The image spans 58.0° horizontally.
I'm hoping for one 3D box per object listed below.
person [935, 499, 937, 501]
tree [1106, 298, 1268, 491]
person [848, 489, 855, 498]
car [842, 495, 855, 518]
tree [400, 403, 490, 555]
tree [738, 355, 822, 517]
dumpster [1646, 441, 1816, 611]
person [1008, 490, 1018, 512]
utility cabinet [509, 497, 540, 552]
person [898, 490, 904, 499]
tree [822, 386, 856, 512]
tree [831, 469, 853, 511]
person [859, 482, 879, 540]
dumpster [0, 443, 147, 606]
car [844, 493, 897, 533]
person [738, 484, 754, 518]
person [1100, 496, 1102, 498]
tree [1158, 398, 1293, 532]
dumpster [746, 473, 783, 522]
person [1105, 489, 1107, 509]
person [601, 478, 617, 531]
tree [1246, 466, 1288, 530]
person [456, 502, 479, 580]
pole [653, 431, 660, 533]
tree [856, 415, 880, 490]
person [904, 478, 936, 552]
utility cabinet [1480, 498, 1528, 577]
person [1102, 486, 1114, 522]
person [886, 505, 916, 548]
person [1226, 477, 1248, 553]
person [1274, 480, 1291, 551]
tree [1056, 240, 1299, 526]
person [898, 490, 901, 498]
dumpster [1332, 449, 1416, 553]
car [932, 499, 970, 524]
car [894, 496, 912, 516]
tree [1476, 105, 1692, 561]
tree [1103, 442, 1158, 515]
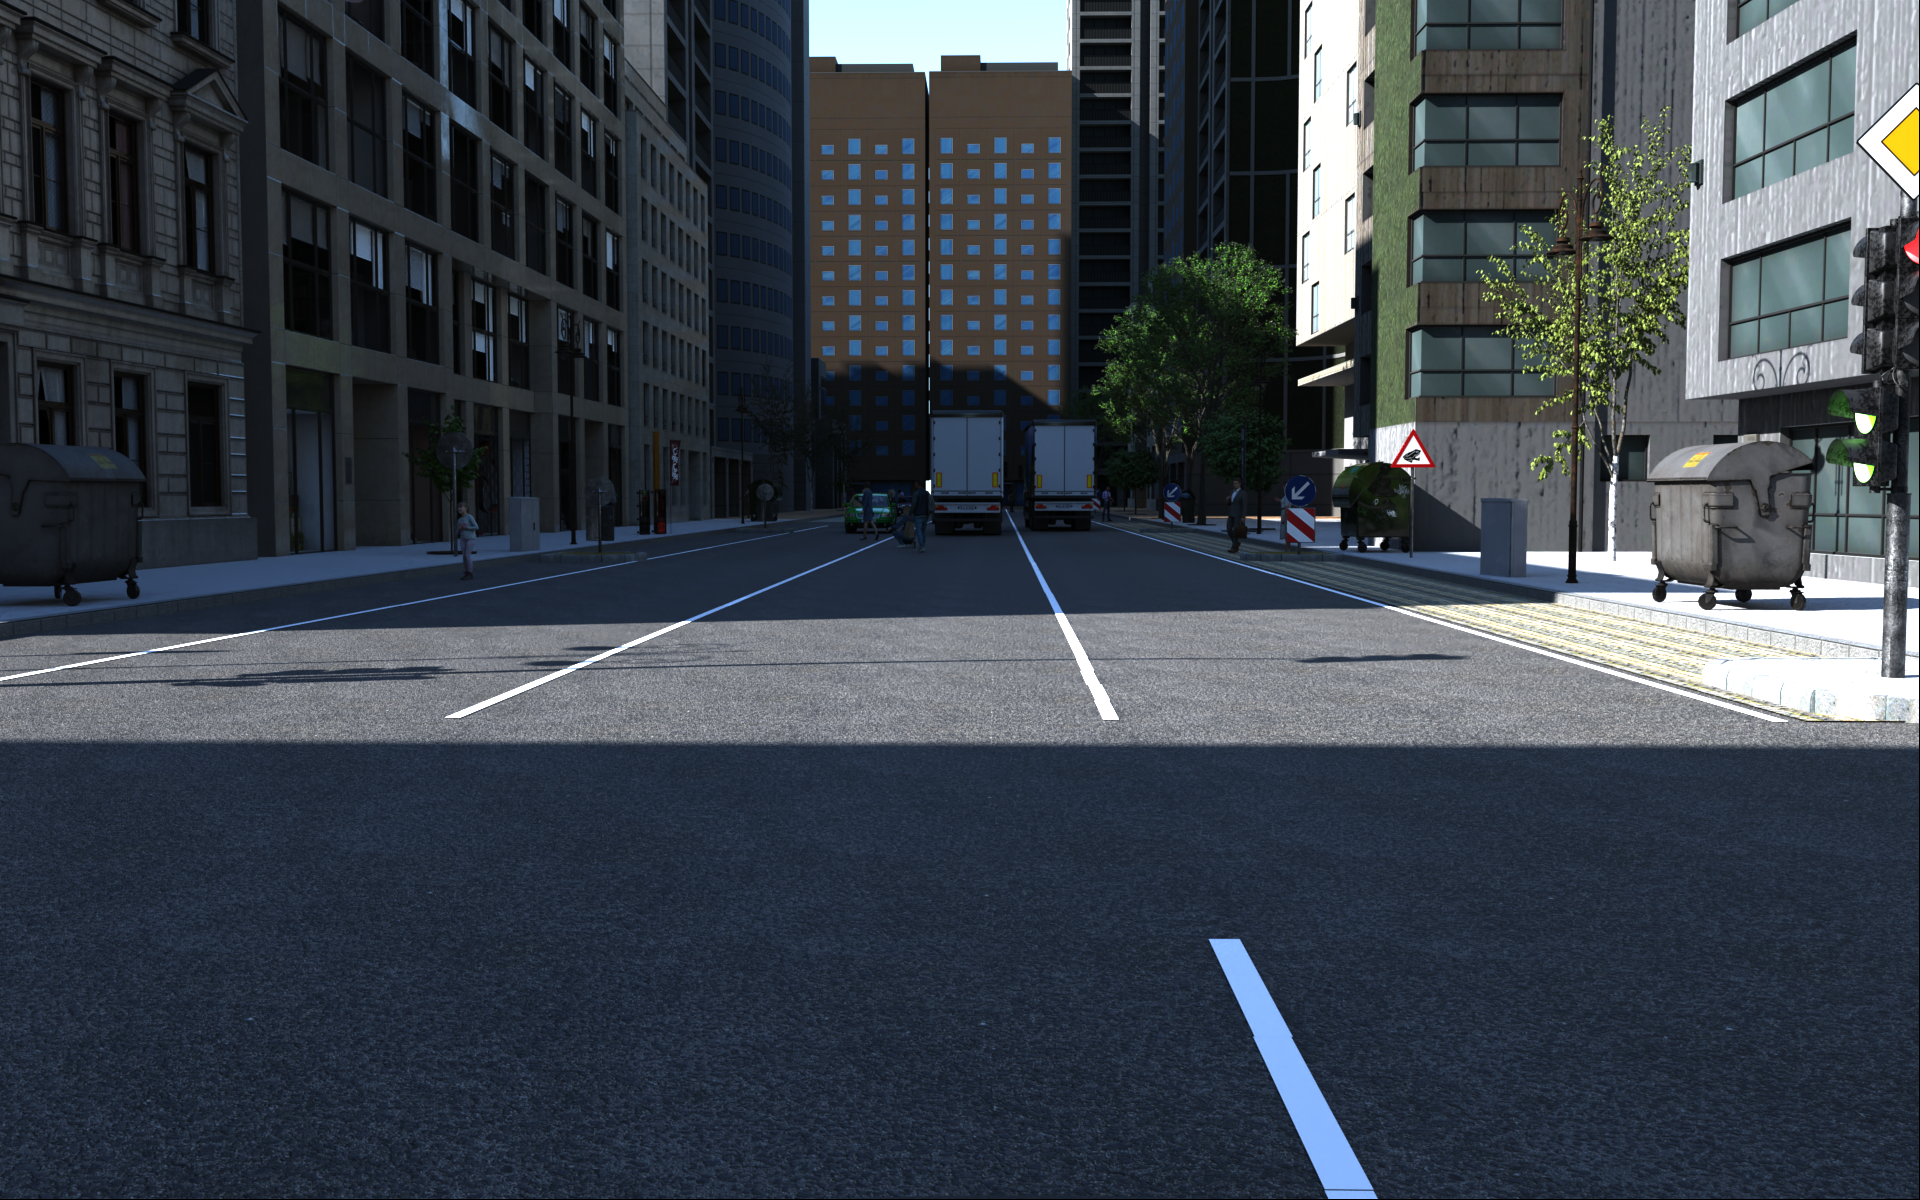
[{"bbox_3d":[-2.245,-9.298,161.240,0.721,1.735,1.217,-3,5,-41],"label":"person"},{"bbox_3d":[10.509,-8.915,80.170,8.767,10.594,7.601,2,4,24],"label":"tree"},{"bbox_3d":[-8.792,-8.294,142.371,1.217,1.743,0.721,3,5,40],"label":"person"},{"bbox_3d":[-4.042,-3.962,74.995,2.015,1.641,3.980,0,4,1],"label":"car"},{"bbox_3d":[-10.789,-2.592,36.987,1.663,3.219,1.824,0,3,0],"label":"tree"},{"bbox_3d":[-9.720,-8.704,92.678,4.360,8.622,3.978,0,3,0],"label":"tree"},{"bbox_3d":[8.786,-0.857,19.770,1.264,1.857,1.865,0,4,1],"label":"dumpster"},{"bbox_3d":[4.122,-7.715,135.365,0.721,1.735,1.217,3,4,38],"label":"person"},{"bbox_3d":[-9.786,-1.700,38.965,0.306,1.237,1.020,1,4,10],"label":"utility cabinet"},{"bbox_3d":[-5.514,-9.273,159.984,0.599,1.838,0.709,2,4,31],"label":"person"},{"bbox_3d":[-9.319,-9.726,109.386,4.360,8.622,3.978,0,3,0],"label":"tree"},{"bbox_3d":[-8.975,-8.500,133.568,1.663,3.219,1.824,0,3,0],"label":"tree"},{"bbox_3d":[-2.826,-2.766,53.745,0.654,1.822,0.581,3,4,37],"label":"person"},{"bbox_3d":[-10.632,-0.898,20.436,1.264,1.857,1.865,0,4,1],"label":"dumpster"},{"bbox_3d":[-3.298,-3.407,64.504,1.959,1.807,4.718,0,4,0],"label":"car"},{"bbox_3d":[-11.234,-5.299,92.679,1.348,1.824,0.705,-3,5,-39],"label":"person"},{"bbox_3d":[12.749,-9.596,162.933,1.348,1.824,0.705,-2,4,-32],"label":"person"},{"bbox_3d":[9.759,-4.624,59.319,4.285,4.588,4.351,0,3,0],"label":"tree"},{"bbox_3d":[-9.205,-4.830,81.466,1.502,2.255,1.985,0,4,1],"label":"dumpster"},{"bbox_3d":[12.603,-8.649,148.175,0.721,1.735,1.217,1,4,9],"label":"person"},{"bbox_3d":[-11.746,-3.141,57.389,0.794,1.824,0.713,0,4,1],"label":"person"},{"bbox_3d":[10.797,-4.144,62.353,1.663,3.219,1.824,0,3,0],"label":"tree"},{"bbox_3d":[-8.254,-0.989,28.955,0.425,1.301,0.394,1,4,10],"label":"person"},{"bbox_3d":[-9.894,-3.828,56.438,0.158,3.312,0.155,0,3,0],"label":"pole"},{"bbox_3d":[-8.294,-10.746,126.067,4.360,8.622,3.978,0,3,0],"label":"tree"},{"bbox_3d":[-1.011,-2.084,42.556,0.794,1.824,0.713,-1,4,-21],"label":"person"},{"bbox_3d":[8.524,-0.978,27.144,0.306,1.237,1.020,-1,4,-9],"label":"utility cabinet"},{"bbox_3d":[7.725,-5.000,90.125,0.709,1.838,0.599,-3,4,-37],"label":"person"},{"bbox_3d":[-1.564,-1.964,46.105,0.738,1.151,1.012,2,4,34],"label":"person"},{"bbox_3d":[6.717,-2.053,42.030,0.622,1.834,0.822,3,4,38],"label":"person"},{"bbox_3d":[7.600,-1.935,40.702,0.524,1.755,0.480,1,4,19],"label":"person"},{"bbox_3d":[10.048,-8.853,70.500,9.928,11.665,9.643,0,3,0],"label":"tree"},{"bbox_3d":[-4.160,-6.904,122.091,0.721,1.736,1.217,0,4,2],"label":"person"},{"bbox_3d":[9.212,-2.205,38.538,1.502,2.255,1.985,0,4,1],"label":"dumpster"},{"bbox_3d":[-0.416,-4.448,84.519,2.131,1.459,4.920,0,4,1],"label":"car"},{"bbox_3d":[-3.291,-6.073,111.876,1.945,1.354,3.894,0,3,0],"label":"car"},{"bbox_3d":[12.430,-5.069,33.239,4.737,8.622,4.395,0,3,0],"label":"tree"},{"bbox_3d":[11.030,-7.645,108.708,4.285,4.588,4.351,0,3,0],"label":"tree"}]
